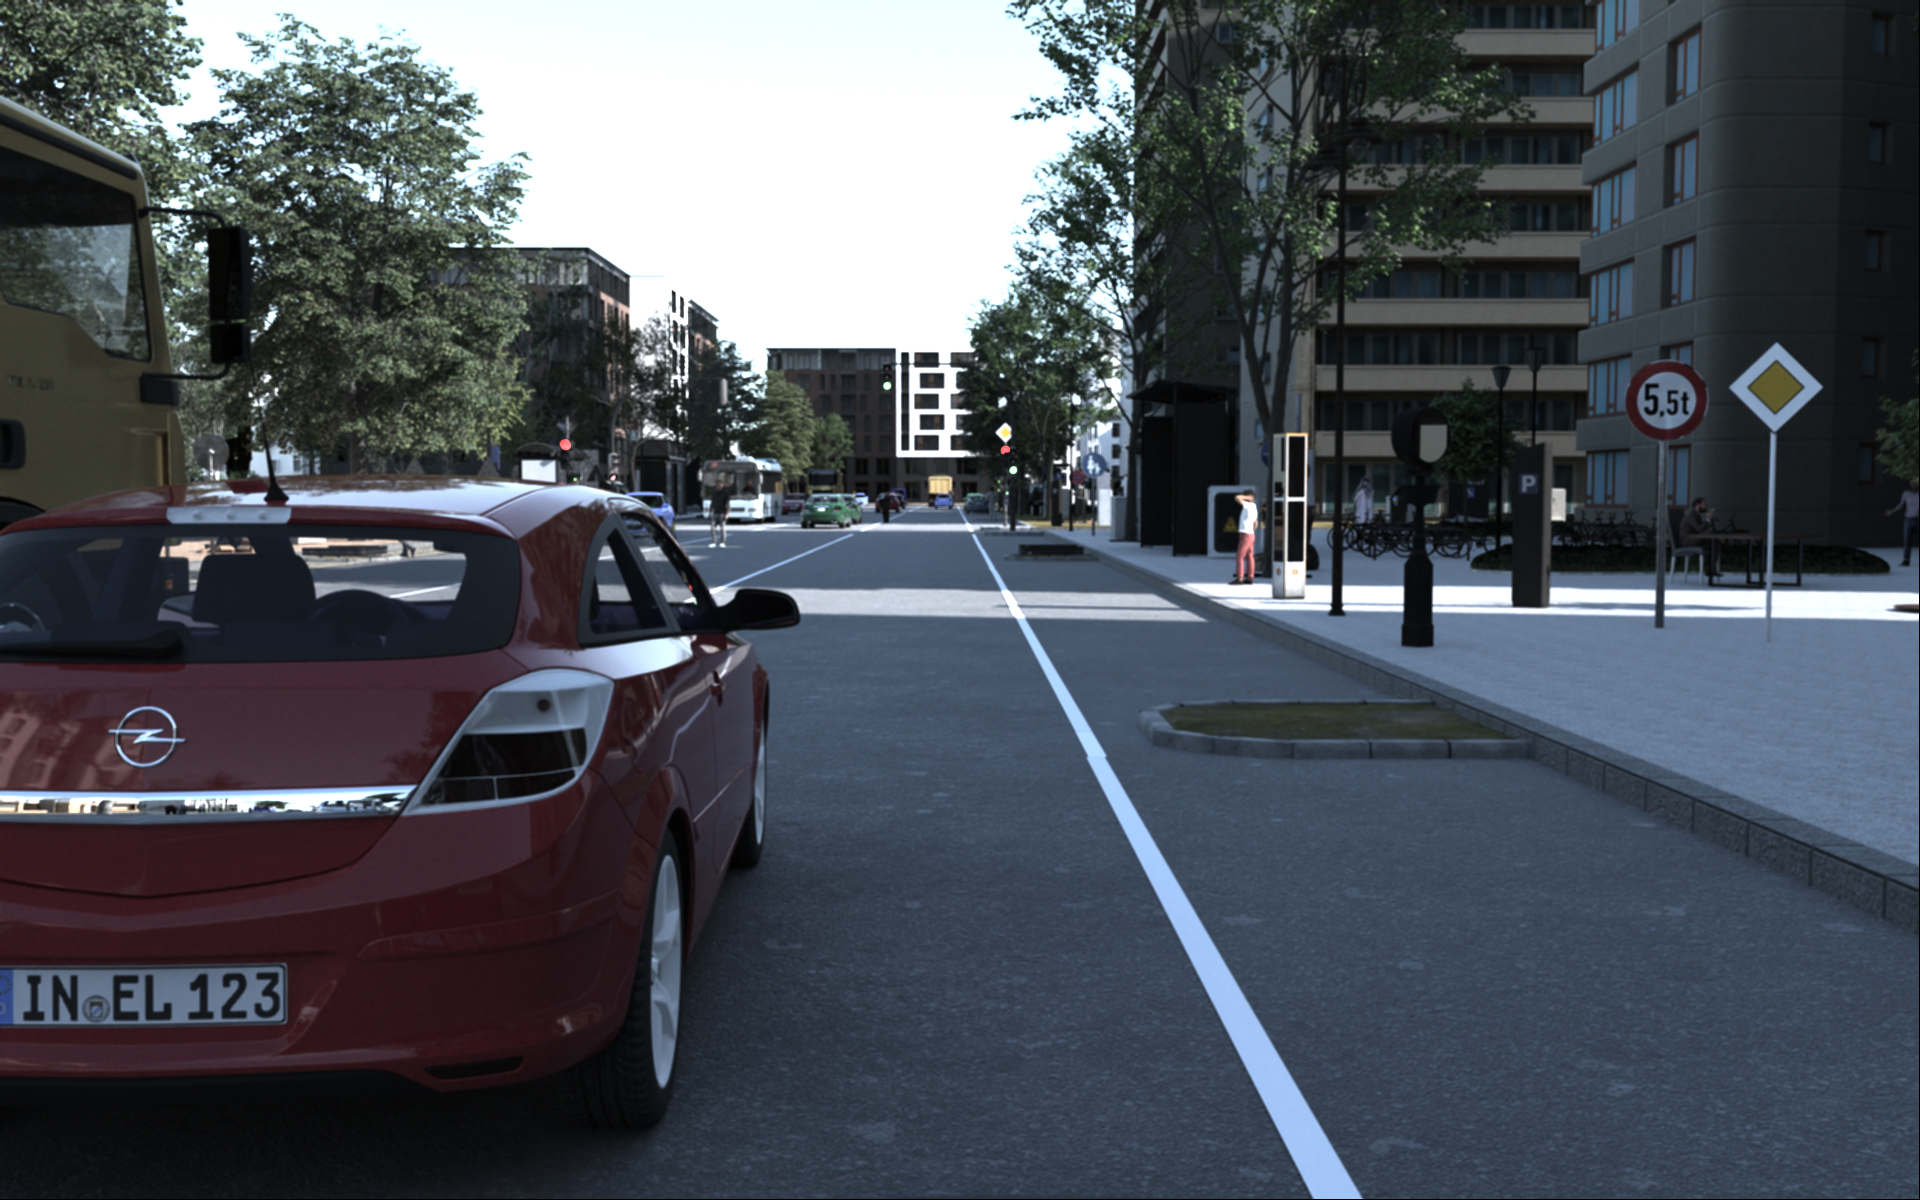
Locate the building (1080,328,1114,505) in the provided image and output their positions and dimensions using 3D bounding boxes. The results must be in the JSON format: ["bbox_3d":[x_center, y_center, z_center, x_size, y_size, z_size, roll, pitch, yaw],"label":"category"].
[{"bbox_3d":[22.198,-21.201,203.053,16.016,20.091,11.380,0,4,0],"label":"building"}]

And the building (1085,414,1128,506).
[{"bbox_3d":[18.983,-14.696,182.420,9.099,9.664,28.070,0,4,0],"label":"building"}]

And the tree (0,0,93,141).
[{"bbox_3d":[-15.504,-7.285,25.757,9.857,13.997,8.962,0,3,0],"label":"tree"}]

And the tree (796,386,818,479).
[{"bbox_3d":[-16.574,-14.660,157.819,7.486,12.596,7.792,0,3,0],"label":"tree"}]

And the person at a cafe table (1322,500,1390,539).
[{"bbox_3d":[11.095,-2.285,48.216,1.698,1.238,1.726,0,4,0],"label":"person at a cafe table"}]

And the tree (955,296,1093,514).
[{"bbox_3d":[4.006,-12.476,110.634,9.857,13.997,8.962,0,3,0],"label":"tree"}]

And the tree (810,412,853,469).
[{"bbox_3d":[-16.835,-17.867,217.881,9.928,11.665,9.643,0,3,0],"label":"tree"}]

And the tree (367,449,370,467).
[{"bbox_3d":[-43.117,-10.891,128.430,4.360,8.622,3.978,0,3,0],"label":"tree"}]

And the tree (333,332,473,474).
[{"bbox_3d":[-38.216,-12.689,117.836,12.009,13.543,11.850,0,3,0],"label":"tree"}]

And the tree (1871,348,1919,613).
[{"bbox_3d":[10.898,-1.479,18.788,1.663,3.219,1.824,0,3,0],"label":"tree"}]

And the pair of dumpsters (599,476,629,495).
[{"bbox_3d":[-19.021,-5.568,93.525,1.574,2.255,4.437,0,4,0],"label":"pair of dumpsters"}]

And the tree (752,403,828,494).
[{"bbox_3d":[-17.465,-15.248,183.722,7.601,10.594,8.767,0,4,-1],"label":"tree"}]

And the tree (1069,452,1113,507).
[{"bbox_3d":[10.047,-9.026,131.285,4.285,4.588,4.351,0,3,0],"label":"tree"}]

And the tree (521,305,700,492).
[{"bbox_3d":[-16.422,-9.279,86.131,7.601,10.594,8.767,1,4,16],"label":"tree"}]

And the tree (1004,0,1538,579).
[{"bbox_3d":[4.671,-6.146,26.236,9.928,11.665,9.643,0,3,0],"label":"tree"}]

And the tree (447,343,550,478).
[{"bbox_3d":[-21.527,-7.859,78.855,4.737,8.622,4.395,0,3,0],"label":"tree"}]

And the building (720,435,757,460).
[{"bbox_3d":[-41.303,-18.341,242.014,28.070,9.664,9.099,0,4,0],"label":"building"}]

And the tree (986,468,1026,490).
[{"bbox_3d":[3.694,-9.314,135.995,4.285,4.588,4.351,0,3,0],"label":"tree"}]

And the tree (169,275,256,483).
[{"bbox_3d":[-24.548,-6.491,56.493,4.360,8.622,3.978,0,3,0],"label":"tree"}]

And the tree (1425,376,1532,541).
[{"bbox_3d":[13.960,-3.926,47.908,4.285,4.588,4.351,0,3,0],"label":"tree"}]

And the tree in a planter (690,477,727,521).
[{"bbox_3d":[-13.459,-5.892,93.550,1.991,3.239,1.994,0,4,0],"label":"tree in a planter"}]

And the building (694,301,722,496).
[{"bbox_3d":[-44.401,-21.431,194.367,32.646,21.610,27.936,0,4,0],"label":"building"}]

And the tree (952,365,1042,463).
[{"bbox_3d":[4.455,-15.172,158.426,12.009,13.543,11.850,0,3,0],"label":"tree"}]

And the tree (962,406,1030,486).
[{"bbox_3d":[4.296,-14.743,175.455,8.767,10.594,7.601,-2,4,-25],"label":"tree"}]

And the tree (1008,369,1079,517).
[{"bbox_3d":[4.710,-8.939,96.508,4.737,8.622,4.395,0,3,0],"label":"tree"}]

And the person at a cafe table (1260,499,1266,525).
[{"bbox_3d":[12.312,-3.703,71.398,1.726,1.238,1.698,-1,4,-18],"label":"person at a cafe table"}]

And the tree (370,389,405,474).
[{"bbox_3d":[-34.052,-9.604,107.392,4.360,8.622,3.978,0,3,0],"label":"tree"}]

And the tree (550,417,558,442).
[{"bbox_3d":[-25.923,-9.158,100.095,4.737,8.622,4.395,0,3,0],"label":"tree"}]

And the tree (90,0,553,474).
[{"bbox_3d":[-16.369,-8.596,47.204,9.857,13.997,8.962,0,3,0],"label":"tree"}]

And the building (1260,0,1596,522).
[{"bbox_3d":[25.675,-28.413,88.254,21.600,48.544,21.300,0,4,0],"label":"building"}]

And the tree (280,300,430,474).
[{"bbox_3d":[-28.028,-8.988,81.360,7.601,10.594,8.767,0,4,7],"label":"tree"}]

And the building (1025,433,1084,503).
[{"bbox_3d":[19.405,-18.440,243.647,28.070,9.664,9.099,0,4,0],"label":"building"}]

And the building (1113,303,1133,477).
[{"bbox_3d":[23.188,-18.716,162.433,16.016,20.091,11.380,0,4,0],"label":"building"}]

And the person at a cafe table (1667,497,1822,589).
[{"bbox_3d":[10.830,-0.824,24.338,1.698,1.238,1.726,-3,4,-38],"label":"person at a cafe table"}]

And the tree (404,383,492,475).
[{"bbox_3d":[-26.377,-8.528,89.798,4.360,8.622,3.978,0,3,0],"label":"tree"}]

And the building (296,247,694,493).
[{"bbox_3d":[-41.226,-19.305,159.613,27.936,21.610,32.646,0,4,0],"label":"building"}]

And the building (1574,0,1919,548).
[{"bbox_3d":[31.483,-11.595,34.611,27.650,21.520,28.899,0,4,0],"label":"building"}]

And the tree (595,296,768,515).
[{"bbox_3d":[-17.098,-12.020,106.897,12.009,13.543,11.850,0,3,0],"label":"tree"}]

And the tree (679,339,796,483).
[{"bbox_3d":[-17.520,-12.792,127.276,7.486,12.596,7.792,0,3,0],"label":"tree"}]

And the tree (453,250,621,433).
[{"bbox_3d":[-31.737,-16.963,133.226,12.611,20.169,13.585,0,3,0],"label":"tree"}]

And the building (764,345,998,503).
[{"bbox_3d":[-10.998,-24.951,251.930,32.646,21.610,27.936,0,4,0],"label":"building"}]

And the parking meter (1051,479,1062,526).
[{"bbox_3d":[3.843,-3.869,68.976,0.399,1.863,0.255,2,4,35],"label":"parking meter"}]

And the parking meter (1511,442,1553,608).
[{"bbox_3d":[6.469,-0.851,19.622,0.399,1.863,0.255,3,5,41],"label":"parking meter"}]

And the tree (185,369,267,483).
[{"bbox_3d":[-61.951,-14.317,135.898,18.604,14.587,13.155,0,4,-6],"label":"tree"}]

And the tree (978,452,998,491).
[{"bbox_3d":[3.924,-15.948,211.118,4.360,8.622,3.978,0,3,0],"label":"tree"}]

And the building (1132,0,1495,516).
[{"bbox_3d":[24.263,-30.666,125.086,21.300,48.544,21.600,0,4,0],"label":"building"}]

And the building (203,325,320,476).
[{"bbox_3d":[-78.521,-21.013,199.986,11.380,20.091,16.016,0,4,0],"label":"building"}]

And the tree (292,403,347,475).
[{"bbox_3d":[-39.667,-9.634,107.875,4.737,8.622,4.395,0,3,0],"label":"tree"}]

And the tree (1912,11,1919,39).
[{"bbox_3d":[4.780,-3.508,7.725,4.360,8.622,3.978,0,3,0],"label":"tree"}]
